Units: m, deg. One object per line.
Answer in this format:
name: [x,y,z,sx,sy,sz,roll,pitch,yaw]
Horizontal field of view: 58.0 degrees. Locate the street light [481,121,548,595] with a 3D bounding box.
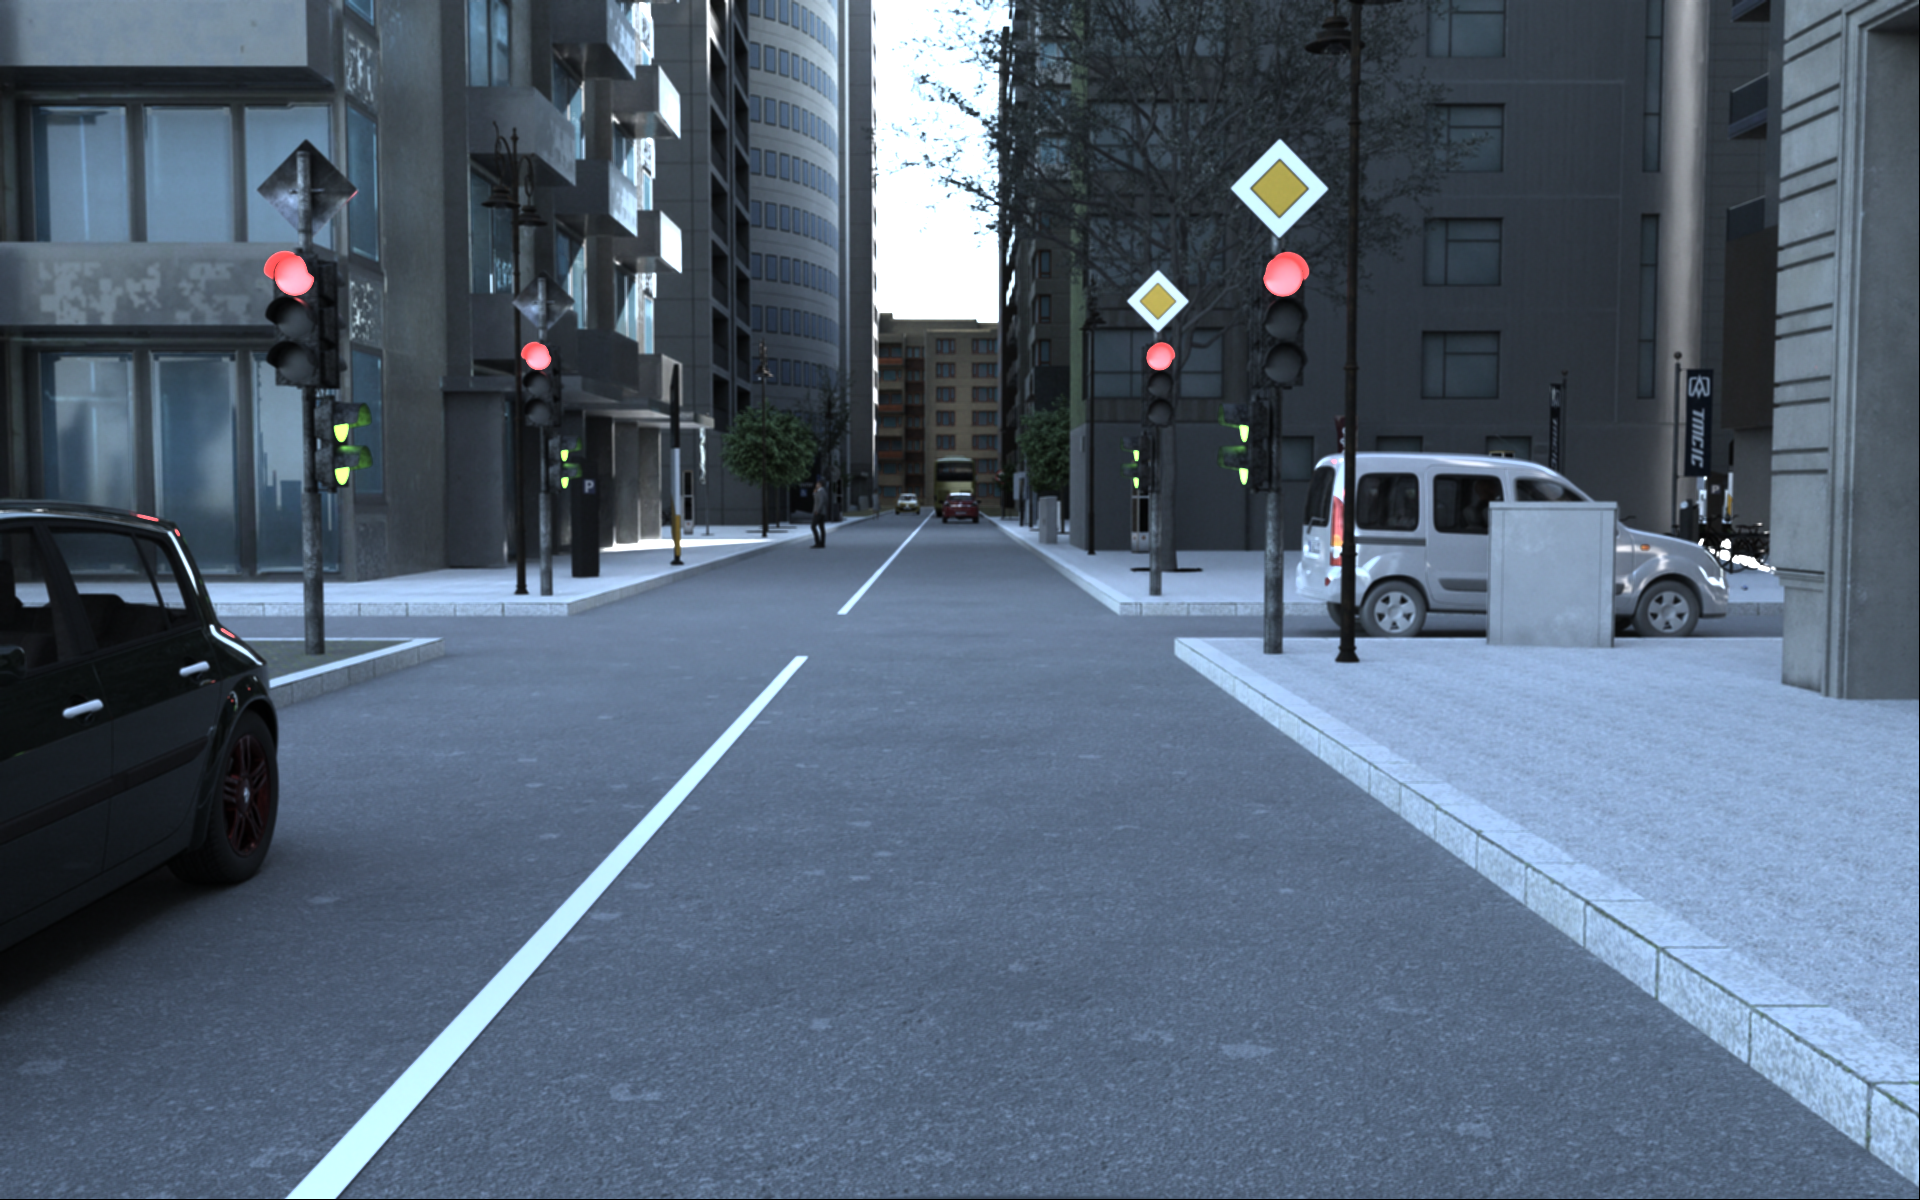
street light: [-5.614,-3.010,22.001,0.468,5.910,1.993,0,4,0]

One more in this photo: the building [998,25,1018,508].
building: [10.671,-31.429,163.969,14.600,45.320,14.200,0,4,0]

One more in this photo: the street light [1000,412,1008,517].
street light: [2.435,-7.534,95.975,0.468,5.910,1.993,0,4,0]

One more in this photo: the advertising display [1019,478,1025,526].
advertising display: [2.463,-3.896,68.907,0.123,1.923,0.974,0,4,7]

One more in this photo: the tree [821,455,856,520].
tree: [-6.247,-5.636,86.745,1.663,3.219,1.824,0,3,0]

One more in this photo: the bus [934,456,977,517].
bus: [-0.298,-7.336,111.494,2.896,3.916,12.252,0,4,0]

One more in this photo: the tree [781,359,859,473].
tree: [-7.373,-8.796,94.177,4.360,8.622,3.978,0,3,0]

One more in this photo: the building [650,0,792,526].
building: [-18.134,-39.148,78.322,20.563,71.187,20.611,0,4,0]

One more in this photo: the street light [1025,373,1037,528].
street light: [2.707,-5.700,65.982,0.468,5.910,1.993,0,4,0]

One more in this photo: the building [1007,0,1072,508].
building: [15.222,-31.926,141.595,23.786,49.044,30.456,0,4,0]

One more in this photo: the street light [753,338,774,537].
street light: [-5.826,-4.810,51.426,0.468,5.910,1.993,0,4,0]

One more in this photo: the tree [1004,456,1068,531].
tree: [2.851,-4.036,60.590,1.663,3.219,1.824,0,3,0]

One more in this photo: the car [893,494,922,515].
car: [-3.675,-6.829,121.872,2.015,1.641,3.980,0,4,-1]

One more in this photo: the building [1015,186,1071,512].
building: [17.953,-16.333,112.088,27.650,21.520,28.899,0,4,0]

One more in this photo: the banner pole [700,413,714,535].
banner pole: [-7.964,-3.912,53.985,0.401,3.779,0.863,-2,4,-29]

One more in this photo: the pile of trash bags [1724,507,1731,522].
pile of trash bags: [40.941,-4.769,87.720,3.447,1.369,1.912,-1,4,-14]

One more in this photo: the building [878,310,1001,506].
building: [-9.267,-21.419,195.242,28.899,21.520,27.650,0,4,0]

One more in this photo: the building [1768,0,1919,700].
building: [10.564,-10.102,1.332,11.583,22.565,21.152,0,4,0]

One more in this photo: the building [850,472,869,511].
building: [-23.695,-27.228,137.052,32.217,40.220,23.993,0,4,0]

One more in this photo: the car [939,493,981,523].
car: [0.007,-4.750,86.705,2.155,1.783,4.494,0,4,-1]

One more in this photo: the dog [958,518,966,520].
dog: [0.130,-4.638,96.030,0.550,0.427,0.748,1,4,9]

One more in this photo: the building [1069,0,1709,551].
building: [9.808,-22.091,44.781,14.154,41.232,14.086,0,4,0]

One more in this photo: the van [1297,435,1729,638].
van: [5.510,-0.633,17.367,4.112,2.044,2.013,0,4,-1]

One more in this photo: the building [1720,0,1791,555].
building: [23.674,-23.211,29.616,14.200,45.320,14.600,0,4,0]

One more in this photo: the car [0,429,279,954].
car: [-3.435,0.293,5.000,2.009,1.686,4.222,0,4,-1]

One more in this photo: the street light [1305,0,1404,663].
street light: [2.966,-2.465,13.088,0.468,5.910,1.993,0,4,0]

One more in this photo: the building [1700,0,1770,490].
building: [67.503,-44.187,160.707,20.611,71.187,20.563,0,4,0]

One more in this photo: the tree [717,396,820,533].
tree: [-6.485,-4.559,58.254,4.285,4.588,4.351,0,3,0]

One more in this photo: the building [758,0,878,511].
building: [-21.839,-37.816,160.290,28.212,58.520,21.231,0,4,0]

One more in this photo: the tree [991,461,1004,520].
tree: [2.379,-5.633,86.707,1.663,3.219,1.824,0,3,0]

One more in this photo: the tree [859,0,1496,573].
tree: [3.498,-7.209,28.243,12.009,13.543,11.850,0,3,0]

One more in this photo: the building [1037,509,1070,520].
building: [14.906,-46.916,79.752,22.319,86.520,31.000,0,4,0]

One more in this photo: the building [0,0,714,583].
building: [-18.364,-25.480,36.214,23.786,49.044,30.456,0,4,0]

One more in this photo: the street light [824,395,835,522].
street light: [-6.077,-6.609,80.850,0.468,5.910,1.993,0,4,0]

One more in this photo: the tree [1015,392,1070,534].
tree: [3.400,-4.435,56.233,4.285,4.588,4.351,0,3,0]

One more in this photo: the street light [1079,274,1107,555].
street light: [2.789,-3.900,36.557,0.468,5.910,1.993,0,4,0]
